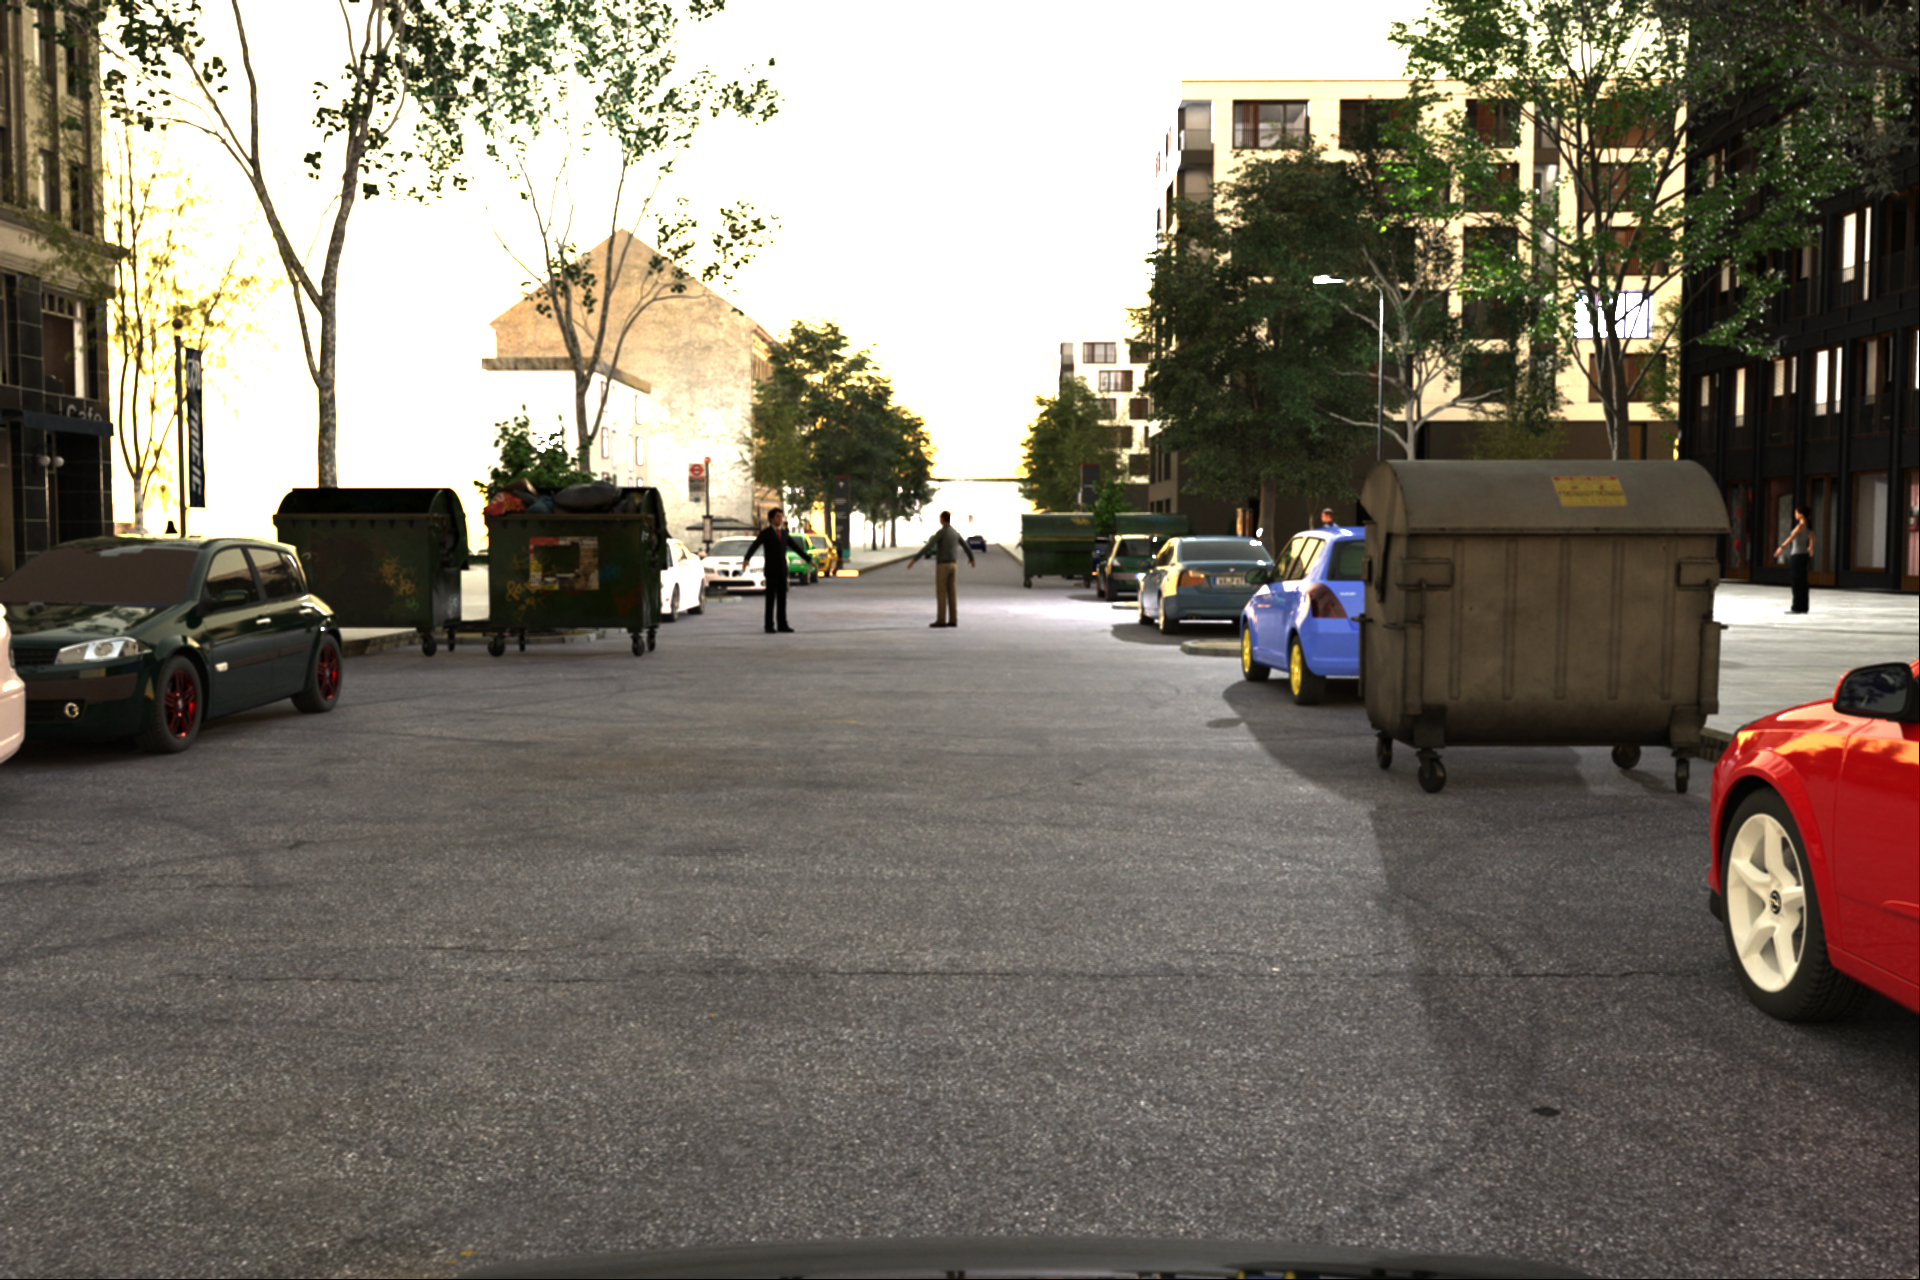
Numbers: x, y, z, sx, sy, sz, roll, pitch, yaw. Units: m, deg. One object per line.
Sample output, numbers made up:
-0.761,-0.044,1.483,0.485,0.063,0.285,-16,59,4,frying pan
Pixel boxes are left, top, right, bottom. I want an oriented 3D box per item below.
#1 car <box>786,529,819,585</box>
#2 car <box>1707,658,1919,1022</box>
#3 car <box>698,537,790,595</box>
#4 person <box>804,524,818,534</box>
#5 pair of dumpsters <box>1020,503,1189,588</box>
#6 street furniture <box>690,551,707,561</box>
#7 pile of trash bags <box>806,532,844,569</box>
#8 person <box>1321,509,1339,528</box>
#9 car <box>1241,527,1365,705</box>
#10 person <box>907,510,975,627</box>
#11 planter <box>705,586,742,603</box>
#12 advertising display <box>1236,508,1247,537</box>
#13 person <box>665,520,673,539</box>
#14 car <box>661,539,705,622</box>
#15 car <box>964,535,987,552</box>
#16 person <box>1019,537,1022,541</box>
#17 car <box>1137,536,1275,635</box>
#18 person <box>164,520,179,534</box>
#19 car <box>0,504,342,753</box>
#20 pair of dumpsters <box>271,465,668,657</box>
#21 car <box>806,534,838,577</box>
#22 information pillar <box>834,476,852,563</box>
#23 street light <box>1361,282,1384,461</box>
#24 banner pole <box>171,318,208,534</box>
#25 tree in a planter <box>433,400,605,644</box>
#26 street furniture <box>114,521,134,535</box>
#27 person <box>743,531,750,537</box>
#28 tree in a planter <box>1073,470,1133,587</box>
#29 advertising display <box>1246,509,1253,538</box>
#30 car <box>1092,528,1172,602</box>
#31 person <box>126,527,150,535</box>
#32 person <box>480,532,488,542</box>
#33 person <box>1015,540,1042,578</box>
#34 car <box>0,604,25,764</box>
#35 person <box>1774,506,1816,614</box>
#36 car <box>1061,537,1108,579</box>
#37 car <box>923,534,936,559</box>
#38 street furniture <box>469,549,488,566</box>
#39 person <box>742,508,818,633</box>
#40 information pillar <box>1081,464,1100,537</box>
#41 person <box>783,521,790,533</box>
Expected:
-5.077,-2.504,49.739,1.959,1.807,4.718,0,4,0,car
3.243,0.319,3.817,2.155,1.783,4.494,0,4,1,car
-5.219,-1.811,41.976,2.083,1.381,4.827,0,4,1,car
-8.199,-5.447,94.992,1.347,1.837,0.705,1,4,11,person
3.818,-2.519,46.142,4.436,2.255,1.574,0,4,0,pair of dumpsters
-11.132,-3.895,79.307,5.734,0.657,10.072,1,4,12,street furniture
-5.202,-3.241,62.742,1.912,1.369,3.447,0,4,2,pile of trash bags
6.322,-1.389,29.666,0.541,1.710,0.530,-2,4,-31,person
3.626,-0.379,15.793,1.945,1.707,3.694,0,4,-1,car
-0.231,-1.099,26.700,1.348,1.796,0.705,-3,5,-42,person
-5.716,-0.968,36.964,1.991,0.319,1.994,0,4,2,planter
7.113,-2.362,43.827,0.123,1.923,0.974,0,4,1,advertising display
-10.359,-3.333,60.712,0.704,1.802,1.346,1,4,19,person
-5.525,-1.057,29.644,2.083,1.381,4.827,0,4,0,car
1.179,-7.569,136.330,1.945,1.354,3.894,0,4,-1,car
3.518,-5.401,95.109,0.721,1.733,1.217,-1,4,-18,person
3.718,-0.854,25.973,2.014,1.417,4.499,0,4,-1,car
-25.222,-2.961,55.194,0.721,1.737,1.214,1,4,12,person
-5.930,-0.169,12.552,2.009,1.686,4.222,0,4,1,car
-5.798,-0.961,20.663,4.436,2.255,1.574,0,4,1,pair of dumpsters
-5.126,-2.966,58.723,2.015,1.641,3.980,0,4,1,car
-5.229,-5.359,76.996,0.750,3.857,0.750,0,4,2,information pillar
8.123,-3.589,31.217,1.470,5.913,1.316,0,4,0,street light
-9.064,-1.859,20.409,0.401,3.779,0.863,0,4,0,banner pole
-5.915,-1.601,23.391,1.991,3.239,1.994,0,4,1,tree in a planter
-30.696,-3.241,59.837,11.010,1.723,9.812,-1,4,-15,street furniture
-11.520,-5.147,93.426,0.991,1.433,0.599,0,4,-3,person
4.135,-3.102,47.942,1.991,3.239,1.994,0,4,1,tree in a planter
7.434,-2.424,44.849,0.123,1.923,0.974,0,4,0,advertising display
3.943,-1.725,37.986,2.009,1.686,4.222,0,4,1,car
-20.835,-2.269,44.075,0.756,1.711,0.436,1,4,10,person
-21.965,-4.585,81.144,1.347,1.806,0.705,2,4,35,person
2.486,-2.962,57.022,1.348,1.813,0.705,0,4,7,person
-5.900,0.312,7.261,2.083,1.381,4.827,0,4,1,car
13.443,-1.288,27.869,1.217,1.737,0.721,-3,5,-40,person
4.194,-2.657,56.019,1.945,1.354,3.894,0,4,0,car
-1.112,-5.504,101.795,2.131,1.459,4.920,0,4,1,car
-21.941,-3.359,70.539,10.072,0.657,5.734,-3,5,-39,street furniture
-2.659,-1.013,25.203,1.347,1.806,0.705,-3,5,-44,person
4.789,-4.555,63.848,0.750,3.857,0.750,0,4,-1,information pillar
-7.354,-4.079,72.830,0.704,1.812,1.346,1,4,12,person
